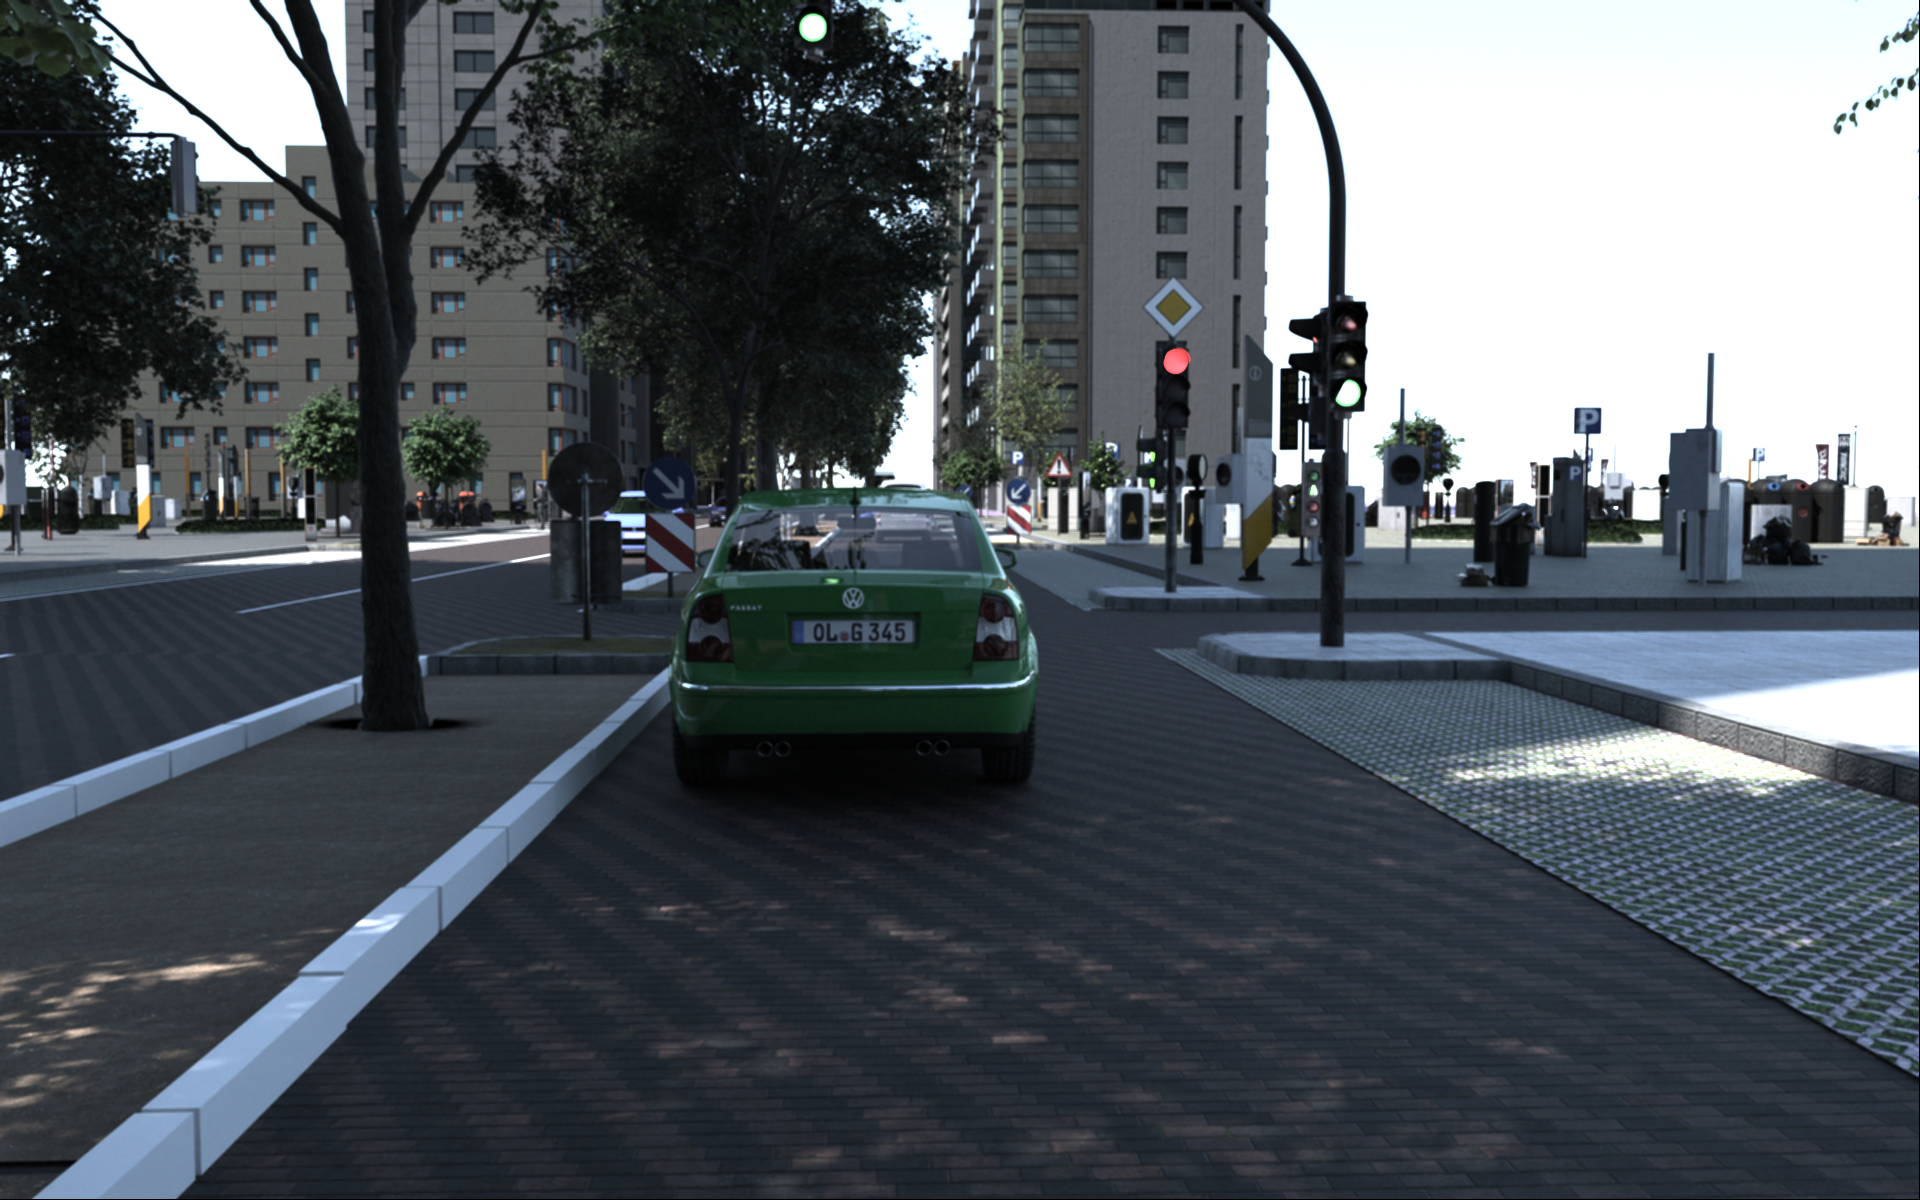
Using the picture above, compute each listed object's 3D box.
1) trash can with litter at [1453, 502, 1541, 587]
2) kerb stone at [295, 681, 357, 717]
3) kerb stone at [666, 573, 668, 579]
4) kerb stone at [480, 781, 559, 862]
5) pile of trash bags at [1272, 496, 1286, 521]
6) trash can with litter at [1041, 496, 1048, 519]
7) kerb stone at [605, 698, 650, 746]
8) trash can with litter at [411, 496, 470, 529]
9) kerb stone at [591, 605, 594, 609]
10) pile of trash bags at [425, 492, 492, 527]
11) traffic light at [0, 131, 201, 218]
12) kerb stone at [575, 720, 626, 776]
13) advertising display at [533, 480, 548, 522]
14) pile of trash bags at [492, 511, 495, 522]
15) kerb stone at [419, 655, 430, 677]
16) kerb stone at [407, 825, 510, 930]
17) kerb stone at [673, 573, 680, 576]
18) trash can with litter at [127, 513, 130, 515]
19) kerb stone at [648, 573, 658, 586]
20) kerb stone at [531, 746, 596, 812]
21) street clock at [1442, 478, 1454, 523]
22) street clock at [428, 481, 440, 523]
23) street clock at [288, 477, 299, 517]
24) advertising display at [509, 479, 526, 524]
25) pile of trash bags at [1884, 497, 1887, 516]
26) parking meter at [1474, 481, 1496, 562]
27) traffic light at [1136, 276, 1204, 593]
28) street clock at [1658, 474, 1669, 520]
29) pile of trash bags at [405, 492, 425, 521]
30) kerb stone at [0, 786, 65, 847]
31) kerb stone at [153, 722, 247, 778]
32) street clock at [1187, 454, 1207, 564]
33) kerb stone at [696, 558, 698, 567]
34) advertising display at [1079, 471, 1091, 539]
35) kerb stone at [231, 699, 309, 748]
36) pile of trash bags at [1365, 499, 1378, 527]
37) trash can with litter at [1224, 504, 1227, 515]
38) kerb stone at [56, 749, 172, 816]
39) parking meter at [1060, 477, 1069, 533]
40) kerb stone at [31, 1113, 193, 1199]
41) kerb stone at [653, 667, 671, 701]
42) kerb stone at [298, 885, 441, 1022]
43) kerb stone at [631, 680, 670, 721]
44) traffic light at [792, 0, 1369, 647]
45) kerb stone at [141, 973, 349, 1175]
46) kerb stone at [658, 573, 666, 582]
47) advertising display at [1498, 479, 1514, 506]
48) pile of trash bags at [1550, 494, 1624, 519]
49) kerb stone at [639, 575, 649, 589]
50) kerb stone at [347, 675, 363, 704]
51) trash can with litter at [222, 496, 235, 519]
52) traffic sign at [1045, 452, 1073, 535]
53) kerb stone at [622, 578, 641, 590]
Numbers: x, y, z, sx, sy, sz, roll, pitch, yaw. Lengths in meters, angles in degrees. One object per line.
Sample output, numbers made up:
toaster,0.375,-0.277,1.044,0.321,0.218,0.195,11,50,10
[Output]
trash can with litter,7.467,-0.777,24.088,1.055,1.170,0.624,0,4,-5
kerb stone,-4.136,0.674,11.219,0.120,0.150,1.000,0,4,-3
kerb stone,-4.991,-0.423,29.174,0.120,0.150,1.000,0,4,-3
kerb stone,-1.831,0.921,7.200,0.120,0.150,1.000,0,4,-3
pile of trash bags,11.338,-3.195,61.992,3.447,1.369,1.912,2,4,28
trash can with litter,4.600,-4.830,90.364,0.624,1.170,1.055,1,4,18
kerb stone,-1.979,0.731,10.277,0.120,0.150,1.000,0,4,-3
trash can with litter,-19.605,-3.314,65.244,2.233,1.210,1.678,-1,4,-23
kerb stone,-4.652,0.011,22.011,0.120,0.150,1.000,0,4,-3
pile of trash bags,-20.011,-3.637,69.215,1.912,1.369,3.447,-1,4,-8
traffic light,-12.071,-2.885,21.834,4.771,5.953,1.251,0,4,-3
kerb stone,-1.928,0.795,9.247,0.120,0.150,1.000,0,4,-3
advertising display,-19.031,-4.490,78.619,0.123,1.923,0.974,1,4,20
pile of trash bags,-22.403,-4.262,79.441,1.912,1.369,3.447,-1,4,-18
kerb stone,-4.230,0.546,13.270,0.120,0.150,1.000,0,4,-3
kerb stone,-1.783,0.983,6.178,0.120,0.150,1.000,0,4,-3
kerb stone,-5.038,-0.489,30.194,0.120,0.150,1.000,0,4,-3
trash can with litter,-41.209,-4.600,86.591,0.624,1.170,1.055,3,5,44
kerb stone,-4.886,-0.301,27.121,0.120,0.150,1.000,0,4,-3
kerb stone,-1.883,0.855,8.222,0.120,0.150,1.000,0,4,-3
street clock,21.905,-4.476,77.745,0.358,2.002,0.471,-3,4,-37
street clock,-23.046,-4.365,75.936,0.471,2.002,0.358,0,4,5
street clock,-27.882,-4.153,72.473,0.471,2.002,0.358,3,4,39
advertising display,-18.745,-4.171,73.414,0.123,1.923,0.974,2,4,24
pile of trash bags,43.849,-4.490,83.166,1.912,1.369,3.447,2,4,32
parking meter,9.917,-1.488,32.738,0.372,1.533,0.369,0,3,0
traffic light,2.735,-2.055,22.524,0.839,4.253,0.868,0,4,-3
street clock,25.043,-3.487,61.579,0.358,2.002,0.471,-1,4,-15
pile of trash bags,-26.536,-4.452,82.549,1.912,1.369,3.447,1,4,20
kerb stone,-3.930,0.922,7.119,0.120,0.150,1.000,0,4,-3
kerb stone,-4.027,0.797,9.161,0.120,0.150,1.000,0,4,-3
street clock,4.338,-1.658,31.684,0.358,2.002,0.471,2,4,26
kerb stone,-5.286,-0.798,35.315,0.120,0.150,1.000,0,4,-3
advertising display,3.554,-2.696,49.292,0.123,1.923,0.974,1,4,18
kerb stone,-4.073,0.734,10.195,0.120,0.150,1.000,0,4,-3
pile of trash bags,15.855,-3.597,68.570,1.912,1.369,3.447,0,4,7
trash can with litter,9.113,-2.735,56.108,1.055,1.170,0.624,0,4,1
kerb stone,-3.982,0.860,8.140,0.120,0.150,1.000,0,4,-3
parking meter,3.390,-3.117,56.682,0.255,1.863,0.399,-1,4,-12
kerb stone,-1.633,1.173,3.113,0.120,0.150,1.000,0,4,-3
kerb stone,-2.084,0.604,12.343,0.120,0.150,1.000,0,4,-3
kerb stone,-1.740,1.042,5.154,0.120,0.150,1.000,0,4,-3
kerb stone,-2.034,0.666,11.314,0.120,0.150,1.000,0,4,-3
traffic light,1.033,-2.424,14.307,4.771,5.953,1.251,0,4,-3
kerb stone,-1.679,1.111,4.134,0.120,0.150,1.000,0,4,-3
kerb stone,-4.939,-0.364,28.142,0.120,0.150,1.000,0,4,-3
advertising display,23.078,-4.160,73.229,0.974,1.923,0.123,-3,4,-37
pile of trash bags,22.195,-3.202,62.102,1.912,1.369,3.447,-3,5,-40
kerb stone,-4.845,-0.239,26.100,0.120,0.150,1.000,0,4,-3
kerb stone,-4.174,0.609,12.247,0.120,0.150,1.000,0,4,-3
trash can with litter,-31.132,-3.791,73.040,2.233,1.210,1.678,0,4,8
traffic sign,3.070,-3.285,53.719,0.884,2.594,0.081,0,4,0
kerb stone,-4.790,-0.176,25.080,0.120,0.150,1.000,0,4,-3
